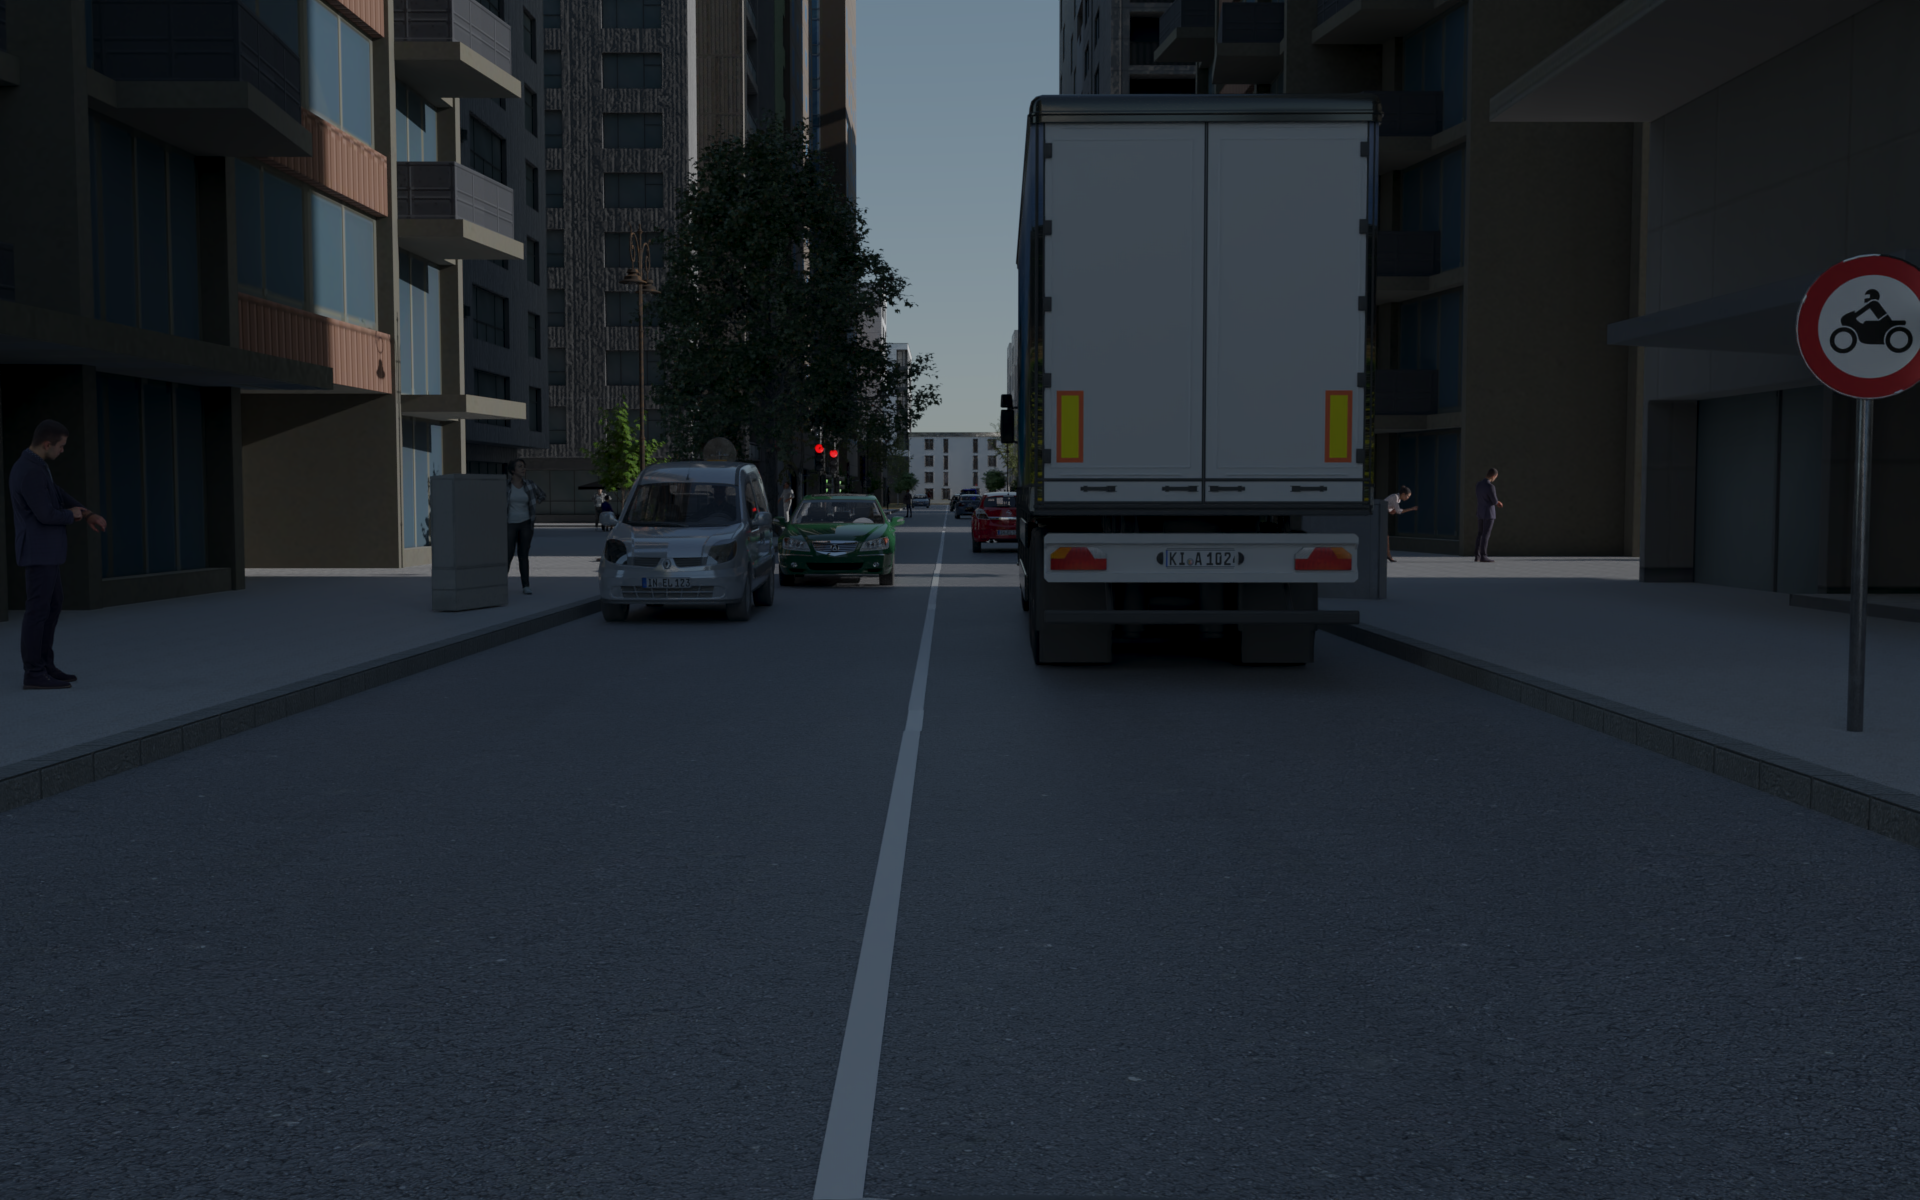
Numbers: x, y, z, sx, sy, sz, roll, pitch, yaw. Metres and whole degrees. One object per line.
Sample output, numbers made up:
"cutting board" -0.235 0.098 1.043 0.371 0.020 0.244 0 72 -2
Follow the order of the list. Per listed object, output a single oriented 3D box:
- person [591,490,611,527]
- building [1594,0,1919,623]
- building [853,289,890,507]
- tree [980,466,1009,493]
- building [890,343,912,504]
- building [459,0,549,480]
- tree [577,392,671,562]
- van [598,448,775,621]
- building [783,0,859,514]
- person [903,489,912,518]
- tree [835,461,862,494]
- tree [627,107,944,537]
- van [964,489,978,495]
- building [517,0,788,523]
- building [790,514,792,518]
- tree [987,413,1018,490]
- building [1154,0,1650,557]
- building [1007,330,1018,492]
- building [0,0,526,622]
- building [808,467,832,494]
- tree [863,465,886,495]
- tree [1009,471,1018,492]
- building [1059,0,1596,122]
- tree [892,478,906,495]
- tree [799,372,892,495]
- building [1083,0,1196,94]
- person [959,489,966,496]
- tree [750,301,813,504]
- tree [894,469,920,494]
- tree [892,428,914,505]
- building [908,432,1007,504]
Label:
"person" -14.606 -3.736 70.305 0.841 1.734 0.376 1 4 12
"building" 21.072 -25.829 11.550 28.713 52.752 27.495 0 4 0
"building" -21.464 -19.645 165.167 27.936 21.610 32.646 0 4 0
"tree" 4.008 -13.176 199.136 4.285 4.588 4.351 0 3 0
"building" -23.391 -24.709 247.962 32.646 21.610 27.936 0 4 0
"building" -21.408 -17.418 56.493 14.107 30.474 14.160 0 4 0
"tree" -6.405 -2.344 32.929 1.663 3.219 1.824 0 3 0
"van" -3.207 -0.845 20.820 2.013 2.044 4.112 0 4 0
"building" -15.202 -29.518 132.726 14.600 45.320 14.200 0 4 0
"person" -3.200 -5.898 105.757 0.431 1.722 0.655 2 4 35
"tree" -6.927 -6.433 99.783 1.663 3.219 1.824 0 3 0
"tree" -5.675 -8.253 51.951 9.611 12.733 9.660 0 3 0
"van" 1.120 -12.545 209.492 2.240 2.365 5.245 0 3 0
"building" -15.801 -24.282 80.608 14.154 41.232 14.086 0 4 0
"building" -15.517 -27.186 94.601 14.600 45.320 14.200 0 4 0
"tree" 4.527 -12.371 152.625 4.737 8.622 4.395 0 3 0
"building" 17.142 -24.053 47.884 22.147 44.769 28.867 0 4 0
"building" 14.162 -20.096 195.026 16.747 18.905 31.486 0 4 0
"building" -19.269 -22.615 24.381 22.147 44.769 28.867 0 4 0
"building" -24.390 -25.803 113.765 32.217 40.220 23.993 0 4 0
"tree" -6.119 -7.484 116.965 1.663 3.219 1.824 0 3 0
"tree" 4.627 -8.190 128.501 1.663 3.219 1.824 0 3 0
"building" 20.434 -31.797 109.117 28.713 52.752 27.495 0 4 0
"tree" -7.276 -12.814 204.107 1.663 3.219 1.824 0 3 0
"tree" -6.262 -8.240 85.086 4.737 8.622 4.395 0 3 0
"building" 16.904 -39.458 83.393 20.611 71.187 20.563 0 4 0
"person" 0.263 -7.724 134.911 0.598 1.807 0.434 1 4 15
"tree" -5.997 -6.841 62.207 4.360 8.622 3.978 0 3 0
"tree" -6.816 -14.621 222.771 4.285 4.588 4.351 0 3 0
"tree" -5.878 -10.442 121.096 4.737 8.622 4.395 0 3 0
"building" 7.024 -18.155 238.981 28.070 9.664 9.099 0 4 0
